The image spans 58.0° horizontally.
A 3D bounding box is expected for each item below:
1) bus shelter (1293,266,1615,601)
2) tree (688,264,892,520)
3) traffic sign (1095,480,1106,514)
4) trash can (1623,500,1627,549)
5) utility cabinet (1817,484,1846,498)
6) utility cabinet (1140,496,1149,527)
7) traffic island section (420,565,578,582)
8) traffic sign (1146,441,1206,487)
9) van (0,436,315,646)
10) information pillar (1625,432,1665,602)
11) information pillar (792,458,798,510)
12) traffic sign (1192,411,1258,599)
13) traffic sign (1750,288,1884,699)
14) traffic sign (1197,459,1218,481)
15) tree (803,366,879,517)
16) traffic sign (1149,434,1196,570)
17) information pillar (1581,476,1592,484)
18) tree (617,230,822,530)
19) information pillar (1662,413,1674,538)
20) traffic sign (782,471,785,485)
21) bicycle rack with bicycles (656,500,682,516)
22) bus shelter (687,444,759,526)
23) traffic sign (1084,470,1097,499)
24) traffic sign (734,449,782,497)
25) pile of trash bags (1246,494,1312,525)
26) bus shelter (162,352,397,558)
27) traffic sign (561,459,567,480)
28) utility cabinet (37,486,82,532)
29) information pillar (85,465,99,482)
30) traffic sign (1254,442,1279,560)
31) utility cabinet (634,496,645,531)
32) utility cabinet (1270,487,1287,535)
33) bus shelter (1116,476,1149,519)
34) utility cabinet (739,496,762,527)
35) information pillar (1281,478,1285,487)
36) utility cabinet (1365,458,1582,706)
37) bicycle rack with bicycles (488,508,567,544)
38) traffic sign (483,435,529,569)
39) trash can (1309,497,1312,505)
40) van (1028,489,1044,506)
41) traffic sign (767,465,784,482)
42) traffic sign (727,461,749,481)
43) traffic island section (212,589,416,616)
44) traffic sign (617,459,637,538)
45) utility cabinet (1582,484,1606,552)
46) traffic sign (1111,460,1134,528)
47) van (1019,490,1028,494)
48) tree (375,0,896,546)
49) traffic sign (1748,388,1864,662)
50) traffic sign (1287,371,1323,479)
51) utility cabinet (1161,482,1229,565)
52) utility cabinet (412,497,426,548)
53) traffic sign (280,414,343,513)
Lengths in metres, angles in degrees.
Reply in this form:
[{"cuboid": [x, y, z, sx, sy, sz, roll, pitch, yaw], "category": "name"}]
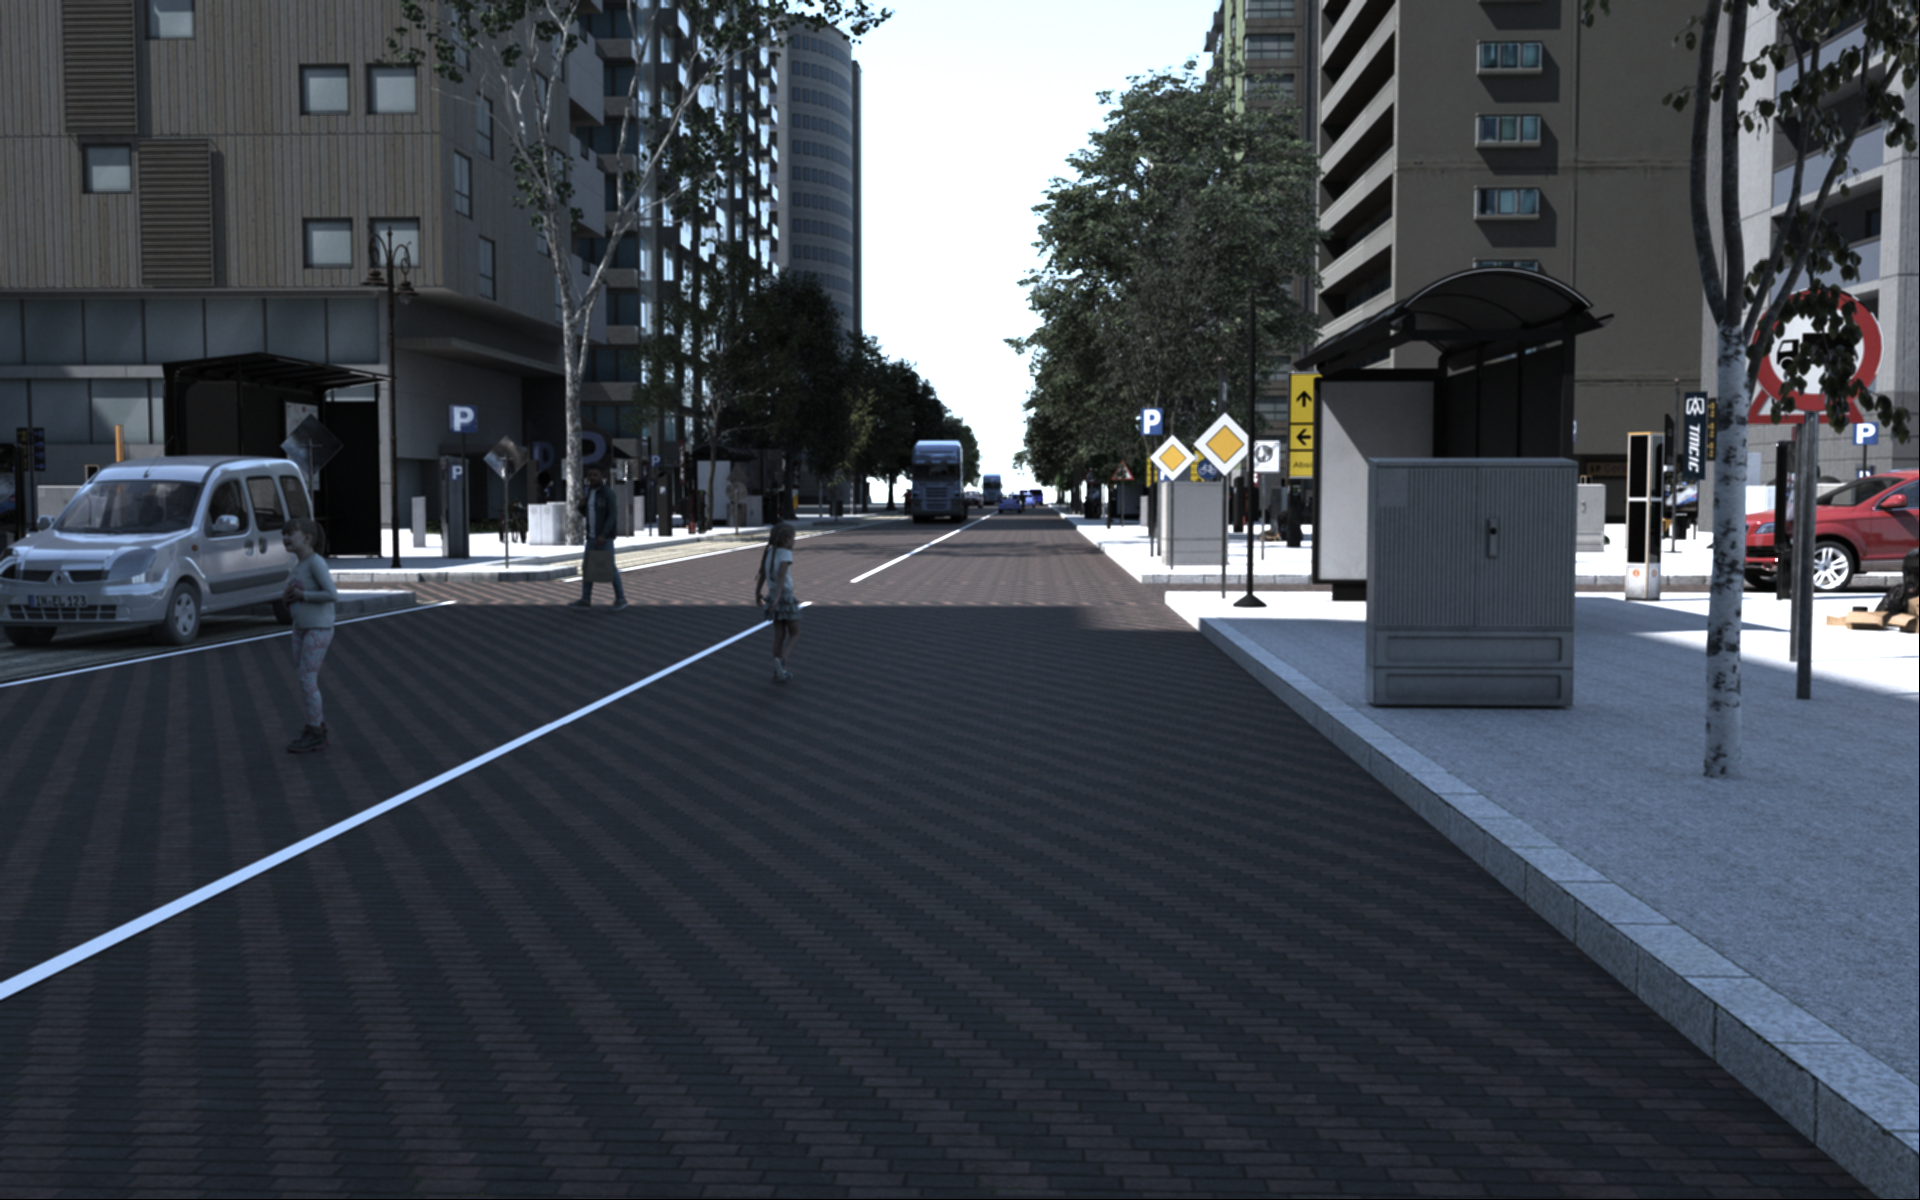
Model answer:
[{"cuboid": [4.894, -1.482, 18.162, 2.014, 3.302, 5.546, 0, 4, 3], "category": "bus shelter"}, {"cuboid": [-8.574, -10.356, 86.320, 9.611, 12.733, 9.660, 0, 3, 0], "category": "tree"}, {"cuboid": [7.325, -5.546, 90.681, 0.884, 2.594, 0.081, 1, 4, 9], "category": "traffic sign"}, {"cuboid": [15.130, -1.645, 38.542, 0.748, 1.137, 0.748, 0, 3, 0], "category": "trash can"}, {"cuboid": [18.322, -1.719, 36.790, 1.173, 1.500, 0.318, 3, 5, 43], "category": "utility cabinet"}, {"cuboid": [7.247, -3.470, 67.898, 0.306, 1.237, 1.020, 1, 4, 11], "category": "utility cabinet"}, {"cuboid": [-7.788, -0.454, 29.706, 2.009, 0.180, 2.903, 0, 4, 2], "category": "traffic island section"}, {"cuboid": [8.147, -4.376, 65.427, 2.265, 3.308, 0.079, 0, 4, 6], "category": "traffic sign"}, {"cuboid": [-8.042, -0.647, 17.590, 2.013, 2.044, 4.112, 0, 4, 2], "category": "van"}, {"cuboid": [8.214, -0.996, 20.784, 0.304, 2.012, 0.304, -3, 4, -36], "category": "information pillar"}, {"cuboid": [-9.620, -6.652, 100.110, 0.504, 3.616, 0.183, -1, 4, -20], "category": "information pillar"}, {"cuboid": [3.227, -1.071, 21.161, 0.795, 2.450, 0.064, 0, 4, 2], "category": "traffic sign"}, {"cuboid": [5.286, -0.652, 10.774, 0.768, 2.556, 0.104, 1, 4, 11], "category": "traffic sign"}, {"cuboid": [8.831, -3.774, 61.803, 0.768, 2.556, 0.104, 1, 4, 8], "category": "traffic sign"}, {"cuboid": [-7.549, -8.934, 96.440, 4.737, 8.622, 4.395, 0, 3, 0], "category": "tree"}, {"cuboid": [3.569, -1.559, 29.139, 0.795, 2.450, 0.064, 0, 4, 2], "category": "traffic sign"}, {"cuboid": [25.095, -3.974, 69.466, 0.304, 2.012, 0.304, -1, 4, -19], "category": "information pillar"}, {"cuboid": [-8.608, -7.746, 61.053, 7.601, 10.594, 8.767, 1, 4, 12], "category": "tree"}, {"cuboid": [20.565, -3.599, 50.197, 0.504, 3.616, 0.183, -2, 4, -33], "category": "information pillar"}, {"cuboid": [-9.455, -5.730, 93.791, 0.768, 2.556, 0.104, 0, 4, 8], "category": "traffic sign"}, {"cuboid": [-17.121, -5.511, 103.491, 2.852, 0.926, 2.925, 3, 5, 40], "category": "bicycle rack with bicycles"}, {"cuboid": [-9.809, -4.779, 72.066, 2.014, 3.302, 5.546, 0, 4, 3], "category": "bus shelter"}, {"cuboid": [6.835, -5.494, 89.934, 0.768, 2.556, 0.104, 0, 4, 5], "category": "traffic sign"}, {"cuboid": [-9.174, -5.185, 78.654, 2.265, 3.308, 0.079, 1, 4, 10], "category": "traffic sign"}, {"cuboid": [13.275, -3.866, 72.954, 3.447, 1.369, 1.912, 0, 4, -1], "category": "pile of trash bags"}, {"cuboid": [-12.289, -2.478, 31.806, 1.731, 3.624, 6.357, 0, 4, 3], "category": "bus shelter"}, {"cuboid": [-11.222, -2.934, 50.099, 0.606, 2.300, 0.079, 0, 4, 4], "category": "traffic sign"}, {"cuboid": [-24.628, -2.376, 47.532, 1.173, 1.500, 0.318, -2, 4, -24], "category": "utility cabinet"}, {"cuboid": [-21.910, -2.403, 43.776, 0.304, 2.012, 0.304, -2, 4, -30], "category": "information pillar"}, {"cuboid": [5.859, -1.916, 33.463, 0.606, 2.300, 0.079, 1, 4, 9], "category": "traffic sign"}, {"cuboid": [-11.157, -3.001, 60.234, 0.306, 1.237, 1.020, 0, 4, -6], "category": "utility cabinet"}, {"cuboid": [9.826, -2.721, 53.174, 0.318, 1.500, 1.173, 0, 4, -5], "category": "utility cabinet"}, {"cuboid": [8.545, -5.564, 84.890, 2.014, 3.302, 5.546, 0, 4, 2], "category": "bus shelter"}, {"cuboid": [-8.273, -3.465, 67.816, 1.020, 1.237, 0.306, 1, 4, 14], "category": "utility cabinet"}, {"cuboid": [14.982, -4.611, 79.885, 0.304, 2.012, 0.304, 3, 4, 36], "category": "information pillar"}, {"cuboid": [3.068, -0.107, 10.424, 1.173, 1.500, 0.318, 0, 4, 3], "category": "utility cabinet"}, {"cuboid": [-11.184, -1.976, 45.684, 2.852, 0.926, 2.925, 0, 4, -5], "category": "bicycle rack with bicycles"}, {"cuboid": [-7.764, -1.590, 29.643, 0.795, 2.450, 0.064, 0, 4, 2], "category": "traffic sign"}, {"cuboid": [16.978, -4.336, 82.542, 0.748, 1.137, 0.748, 0, 3, 0], "category": "trash can"}, {"cuboid": [9.251, -12.800, 213.660, 2.240, 2.365, 5.245, 0, 4, 1], "category": "van"}, {"cuboid": [-8.040, -4.615, 75.554, 0.768, 2.556, 0.104, 0, 4, 3], "category": "traffic sign"}, {"cuboid": [-8.871, -4.224, 69.066, 0.884, 2.594, 0.081, 0, 4, 5], "category": "traffic sign"}, {"cuboid": [-8.130, 0.034, 21.728, 2.009, 0.180, 2.903, 0, 4, 2], "category": "traffic island section"}, {"cuboid": [-9.708, -2.959, 50.502, 0.606, 2.300, 0.079, 0, 4, 3], "category": "traffic sign"}, {"cuboid": [13.567, -1.802, 38.137, 1.173, 1.500, 0.318, 0, 4, 1], "category": "utility cabinet"}, {"cuboid": [6.148, -4.001, 65.428, 0.884, 2.594, 0.081, 1, 4, 12], "category": "traffic sign"}, {"cuboid": [9.549, -15.255, 253.797, 2.240, 2.365, 5.245, 0, 4, 4], "category": "van"}, {"cuboid": [-8.418, -11.357, 41.568, 12.611, 20.169, 13.585, 0, 3, 0], "category": "tree"}, {"cuboid": [6.378, -0.805, 13.172, 0.884, 2.594, 0.081, 0, 4, 6], "category": "traffic sign"}, {"cuboid": [6.550, -2.125, 28.616, 2.265, 3.308, 0.079, 1, 4, 10], "category": "traffic sign"}, {"cuboid": [4.213, -1.371, 31.098, 1.173, 1.500, 0.318, -1, 4, -13], "category": "utility cabinet"}, {"cuboid": [-13.011, -1.864, 41.642, 0.306, 1.237, 1.020, -1, 4, -16], "category": "utility cabinet"}, {"cuboid": [-8.106, -1.102, 21.665, 0.795, 2.450, 0.064, 0, 4, 2], "category": "traffic sign"}]
